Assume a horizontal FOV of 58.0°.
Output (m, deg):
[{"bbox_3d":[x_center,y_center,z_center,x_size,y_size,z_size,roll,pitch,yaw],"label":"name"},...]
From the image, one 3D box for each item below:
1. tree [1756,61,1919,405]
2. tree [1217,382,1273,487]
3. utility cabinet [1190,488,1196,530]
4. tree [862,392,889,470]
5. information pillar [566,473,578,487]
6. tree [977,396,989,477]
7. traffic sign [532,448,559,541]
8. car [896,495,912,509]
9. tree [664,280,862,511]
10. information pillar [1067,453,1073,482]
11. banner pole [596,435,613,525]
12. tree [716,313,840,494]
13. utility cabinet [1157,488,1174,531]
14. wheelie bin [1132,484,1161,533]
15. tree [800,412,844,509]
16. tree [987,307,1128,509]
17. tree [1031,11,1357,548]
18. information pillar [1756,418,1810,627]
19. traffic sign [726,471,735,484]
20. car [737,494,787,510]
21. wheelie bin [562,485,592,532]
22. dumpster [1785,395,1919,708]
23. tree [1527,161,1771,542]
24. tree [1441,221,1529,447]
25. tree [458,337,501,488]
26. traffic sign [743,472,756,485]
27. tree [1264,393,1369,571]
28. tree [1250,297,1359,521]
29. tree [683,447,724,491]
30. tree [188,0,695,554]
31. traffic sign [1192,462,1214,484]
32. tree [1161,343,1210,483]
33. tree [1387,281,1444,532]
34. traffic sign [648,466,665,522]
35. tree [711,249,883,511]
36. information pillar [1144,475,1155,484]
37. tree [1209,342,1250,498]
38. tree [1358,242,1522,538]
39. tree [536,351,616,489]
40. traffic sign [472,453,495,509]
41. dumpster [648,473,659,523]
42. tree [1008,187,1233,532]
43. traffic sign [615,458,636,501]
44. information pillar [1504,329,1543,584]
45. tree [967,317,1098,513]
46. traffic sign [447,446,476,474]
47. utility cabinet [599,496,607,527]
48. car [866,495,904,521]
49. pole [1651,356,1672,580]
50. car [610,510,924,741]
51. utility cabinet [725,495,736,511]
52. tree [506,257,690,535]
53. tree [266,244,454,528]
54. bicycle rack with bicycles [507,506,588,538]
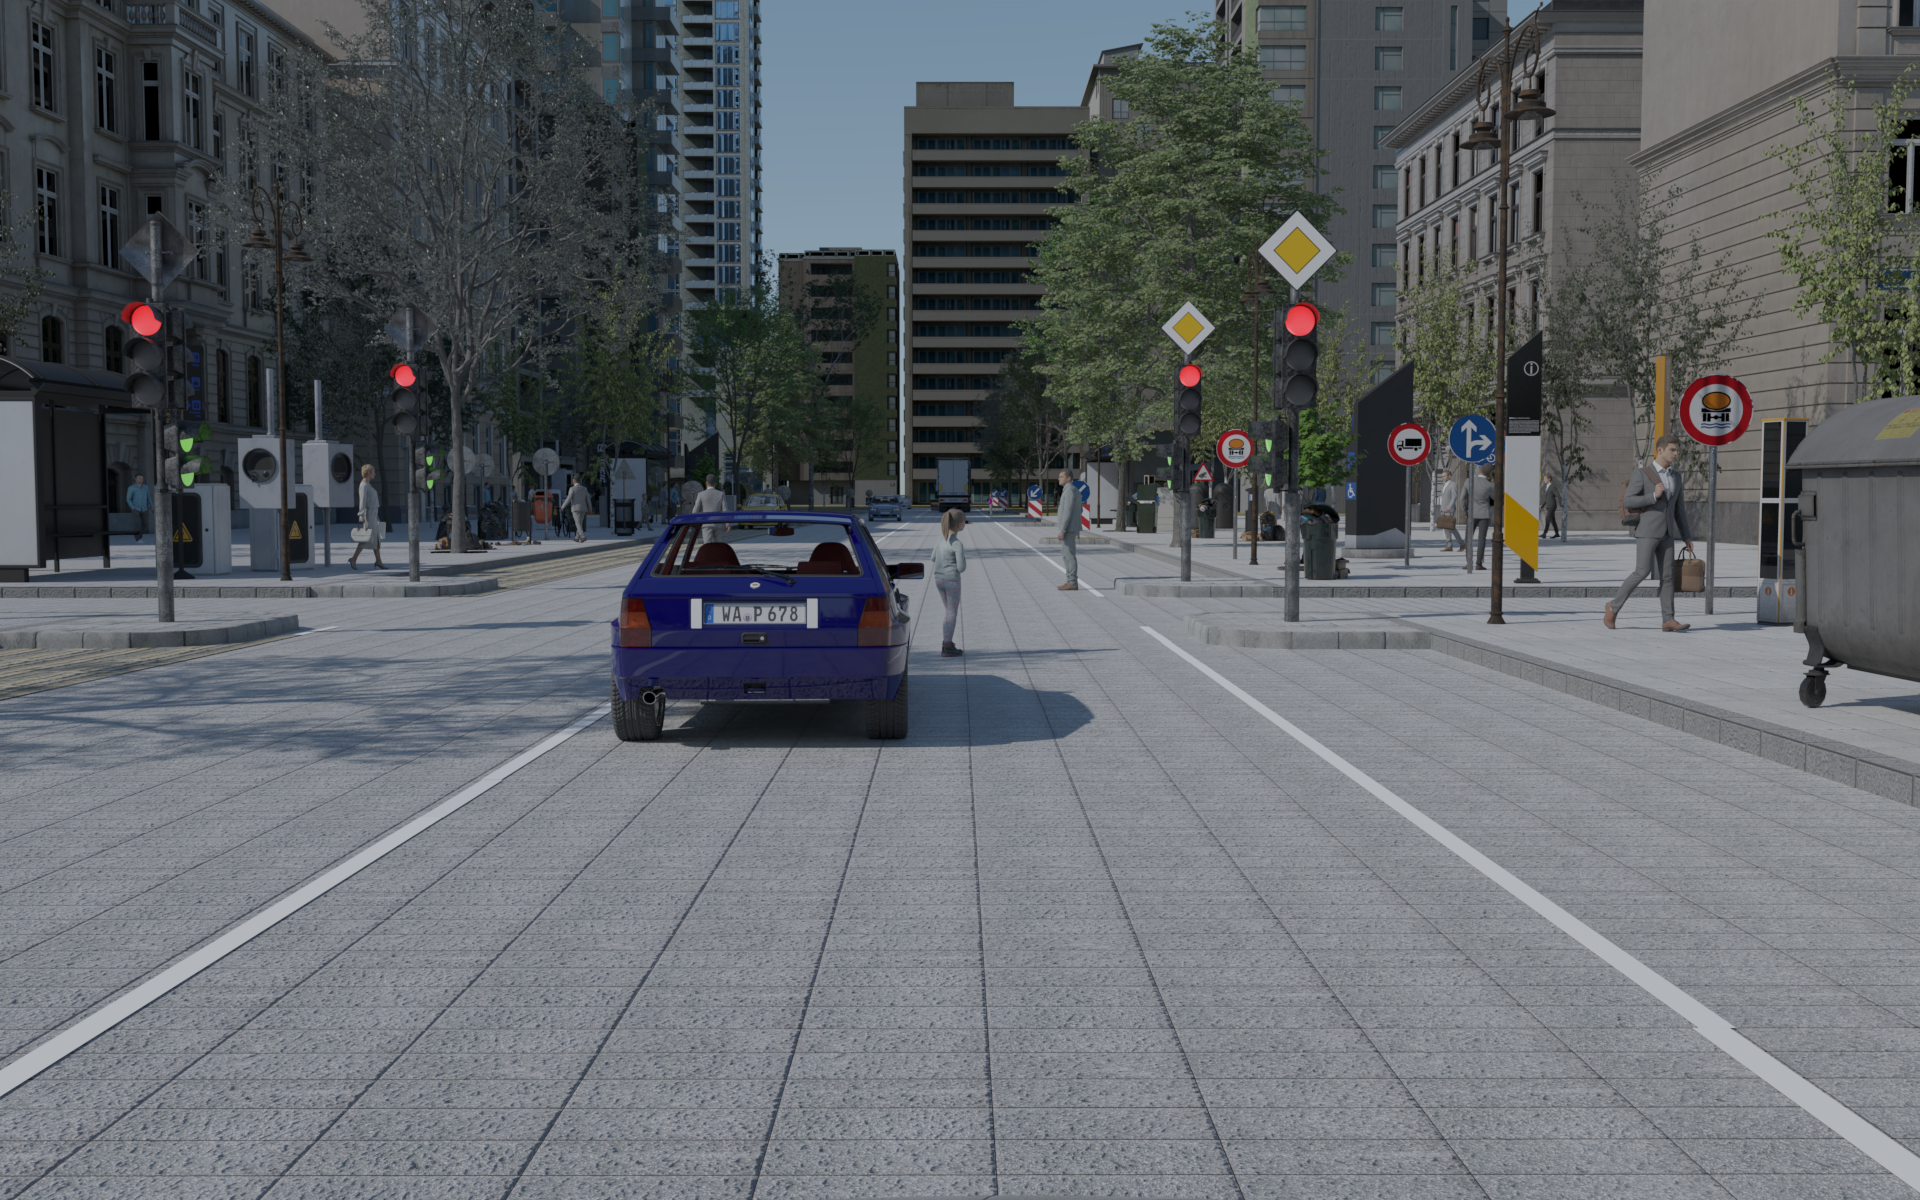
[{"bbox_3d":[15.935,-4.869,29.963,4.737,8.622,4.395,0,3,0],"label":"tree"},{"bbox_3d":[16.349,-8.980,97.180,4.360,8.622,3.978,0,3,0],"label":"tree"},{"bbox_3d":[7.929,-3.215,61.244,0.318,1.500,1.173,3,4,36],"label":"utility cabinet"},{"bbox_3d":[-11.065,-15.334,176.468,9.928,11.665,9.643,0,3,0],"label":"tree"},{"bbox_3d":[-13.663,-3.459,61.054,0.304,2.012,0.304,2,4,35],"label":"information pillar"},{"bbox_3d":[5.346,-15.827,176.893,7.486,12.596,7.792,0,3,0],"label":"tree"},{"bbox_3d":[-11.399,-2.909,47.666,0.768,2.556,0.104,0,4,5],"label":"traffic sign"},{"bbox_3d":[-5.601,-9.328,164.876,2.083,1.381,4.827,0,4,1],"label":"car"},{"bbox_3d":[-10.895,-9.715,84.596,9.928,11.665,9.643,0,3,0],"label":"tree"},{"bbox_3d":[6.293,-6.586,99.042,0.183,3.616,0.504,3,4,36],"label":"information pillar"},{"bbox_3d":[-14.827,-5.052,72.611,0.863,3.779,0.401,-1,4,-22],"label":"banner pole"},{"bbox_3d":[-11.387,-11.594,107.681,7.486,12.596,7.792,0,3,0],"label":"tree"},{"bbox_3d":[7.170,-3.092,59.234,1.173,1.500,0.318,1,4,13],"label":"utility cabinet"},{"bbox_3d":[6.105,-2.976,56.563,0.980,1.594,0.693,1,4,17],"label":"wheelie bin"},{"bbox_3d":[-11.513,-11.952,145.779,4.737,8.622,4.395,0,3,0],"label":"tree"},{"bbox_3d":[5.134,-9.313,86.675,7.601,10.594,8.767,0,4,8],"label":"tree"},{"bbox_3d":[5.718,-7.533,41.297,7.486,12.596,7.792,0,3,0],"label":"tree"},{"bbox_3d":[8.018,-0.758,16.884,0.304,2.012,0.304,-1,4,-17],"label":"information pillar"},{"bbox_3d":[-12.362,-5.771,94.087,0.795,2.593,0.064,0,4,4],"label":"traffic sign"},{"bbox_3d":[-8.028,-3.706,70.821,2.015,1.641,3.980,0,4,1],"label":"car"},{"bbox_3d":[-12.959,-3.106,58.687,0.980,1.594,0.693,-1,4,-23],"label":"wheelie bin"},{"bbox_3d":[5.628,-0.238,9.649,1.264,1.857,1.865,0,3,0],"label":"dumpster"},{"bbox_3d":[15.315,-5.385,38.409,4.360,8.622,3.978,0,3,0],"label":"tree"},{"bbox_3d":[15.830,-5.832,45.709,4.360,8.622,3.978,0,3,0],"label":"tree"},{"bbox_3d":[-19.812,-7.039,65.443,4.360,8.622,3.978,0,3,0],"label":"tree"},{"bbox_3d":[-12.259,-6.153,100.711,0.768,2.556,0.104,0,4,6],"label":"traffic sign"},{"bbox_3d":[5.854,-2.105,29.020,1.663,3.219,1.824,0,3,0],"label":"tree"},{"bbox_3d":[14.209,-7.001,64.834,4.737,8.622,4.395,0,3,0],"label":"tree"},{"bbox_3d":[-10.576,-4.699,71.424,1.663,3.219,1.824,0,3,0],"label":"tree"},{"bbox_3d":[-10.790,-7.749,37.063,12.009,13.543,11.850,0,3,0],"label":"tree"},{"bbox_3d":[9.912,-4.319,70.623,0.884,2.594,0.081,1,4,9],"label":"traffic sign"},{"bbox_3d":[12.381,-8.359,87.026,4.737,8.622,4.395,0,3,0],"label":"tree"},{"bbox_3d":[16.325,-6.647,59.048,4.360,8.622,3.978,0,3,0],"label":"tree"},{"bbox_3d":[-13.902,-4.843,79.285,0.768,2.556,0.104,0,4,7],"label":"traffic sign"},{"bbox_3d":[-12.933,-17.079,135.135,12.611,20.169,13.585,0,3,0],"label":"tree"},{"bbox_3d":[7.401,-3.865,67.684,0.304,2.012,0.304,-2,4,-29],"label":"information pillar"},{"bbox_3d":[15.035,-8.020,81.486,4.737,8.622,4.395,0,3,0],"label":"tree"},{"bbox_3d":[14.326,-6.124,50.492,4.737,8.622,4.395,0,3,0],"label":"tree"},{"bbox_3d":[-18.720,-8.236,85.022,4.360,8.622,3.978,0,3,0],"label":"tree"},{"bbox_3d":[-14.793,-3.275,53.645,0.768,2.556,0.104,0,4,4],"label":"traffic sign"},{"bbox_3d":[-14.017,-4.466,75.513,1.502,2.255,1.985,0,4,0],"label":"dumpster"},{"bbox_3d":[5.460,-8.116,58.447,9.928,11.665,9.643,0,3,0],"label":"tree"},{"bbox_3d":[-12.170,-3.840,62.785,0.884,2.594,0.081,1,4,9],"label":"traffic sign"},{"bbox_3d":[8.066,-2.044,24.781,0.504,3.616,0.183,0,4,6],"label":"information pillar"},{"bbox_3d":[5.576,-12.624,116.770,12.009,13.543,11.850,0,3,0],"label":"tree"},{"bbox_3d":[-13.098,-2.775,45.483,0.768,2.556,0.104,0,4,2],"label":"traffic sign"},{"bbox_3d":[-14.042,-3.483,68.116,0.306,1.237,1.020,-1,4,-12],"label":"utility cabinet"},{"bbox_3d":[-3.979,-4.897,92.061,2.014,1.417,4.499,0,4,-2],"label":"car"},{"bbox_3d":[10.428,-1.952,25.751,0.158,3.312,0.155,0,3,0],"label":"pole"},{"bbox_3d":[-1.200,0.070,11.433,1.945,1.354,3.894,0,4,-2],"label":"car"},{"bbox_3d":[-11.207,-4.378,82.740,1.020,1.237,0.306,1,4,18],"label":"utility cabinet"},{"bbox_3d":[-10.884,-6.387,54.792,4.737,8.622,4.395,0,3,0],"label":"tree"},{"bbox_3d":[-17.483,-6.107,50.206,4.360,8.622,3.978,0,3,0],"label":"tree"},{"bbox_3d":[-12.283,-2.334,51.546,2.852,0.926,2.925,0,4,-6],"label":"bicycle rack with bicycles"}]
